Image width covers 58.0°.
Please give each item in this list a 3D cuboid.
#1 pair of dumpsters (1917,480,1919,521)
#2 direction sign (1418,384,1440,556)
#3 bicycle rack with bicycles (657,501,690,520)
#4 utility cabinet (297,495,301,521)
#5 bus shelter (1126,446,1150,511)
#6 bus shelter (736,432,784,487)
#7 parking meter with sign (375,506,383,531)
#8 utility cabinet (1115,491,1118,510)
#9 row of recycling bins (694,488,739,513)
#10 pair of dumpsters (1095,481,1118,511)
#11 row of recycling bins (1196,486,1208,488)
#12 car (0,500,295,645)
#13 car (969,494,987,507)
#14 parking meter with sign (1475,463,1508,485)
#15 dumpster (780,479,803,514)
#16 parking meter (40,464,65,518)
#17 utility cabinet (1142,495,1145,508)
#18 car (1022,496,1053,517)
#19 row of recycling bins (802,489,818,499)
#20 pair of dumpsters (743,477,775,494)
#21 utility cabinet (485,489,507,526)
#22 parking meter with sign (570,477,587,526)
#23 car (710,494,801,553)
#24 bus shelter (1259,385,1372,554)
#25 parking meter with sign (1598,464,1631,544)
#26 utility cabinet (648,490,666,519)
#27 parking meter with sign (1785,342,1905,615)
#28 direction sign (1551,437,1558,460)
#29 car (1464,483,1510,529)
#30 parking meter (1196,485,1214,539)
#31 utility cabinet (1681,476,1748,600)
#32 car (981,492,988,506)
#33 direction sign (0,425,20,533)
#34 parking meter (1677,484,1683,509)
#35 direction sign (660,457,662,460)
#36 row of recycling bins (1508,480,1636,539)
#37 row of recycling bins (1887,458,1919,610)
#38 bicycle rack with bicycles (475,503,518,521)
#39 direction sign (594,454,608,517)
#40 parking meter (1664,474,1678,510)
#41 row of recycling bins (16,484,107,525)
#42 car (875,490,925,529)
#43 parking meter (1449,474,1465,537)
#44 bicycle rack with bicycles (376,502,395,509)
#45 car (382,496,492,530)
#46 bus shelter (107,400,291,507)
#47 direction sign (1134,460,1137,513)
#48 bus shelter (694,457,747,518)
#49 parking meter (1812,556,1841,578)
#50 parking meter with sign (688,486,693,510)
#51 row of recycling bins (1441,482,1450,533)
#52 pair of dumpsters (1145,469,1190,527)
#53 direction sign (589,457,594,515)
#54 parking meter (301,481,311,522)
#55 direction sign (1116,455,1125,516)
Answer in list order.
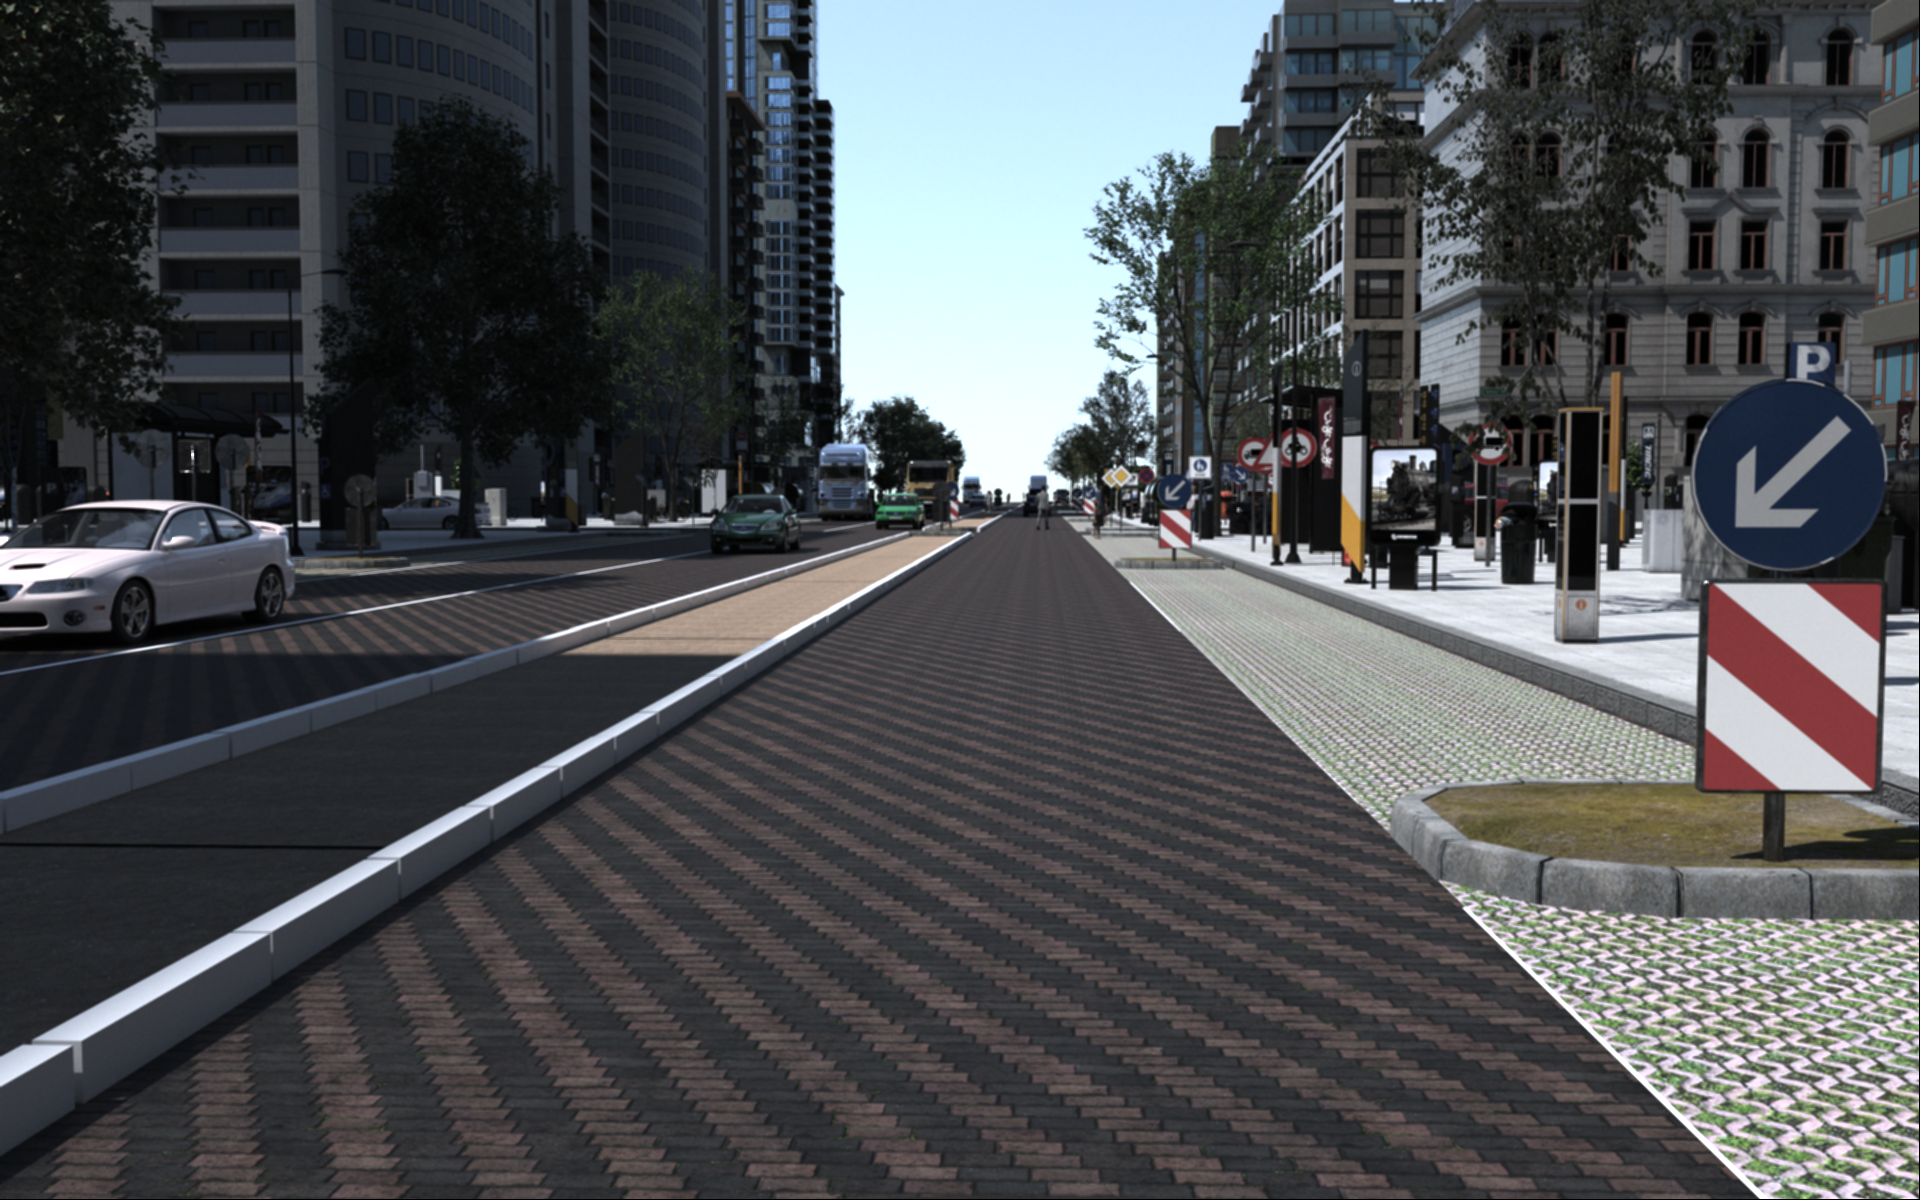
[{"bbox_3d":[7.852,-0.506,10.770,1.574,2.255,4.437,0,4,3],"label":"pair of dumpsters"},{"bbox_3d":[9.737,-2.692,36.012,0.379,3.537,0.876,-1,4,-9],"label":"direction sign"},{"bbox_3d":[-14.731,-4.435,85.902,2.925,0.926,2.852,-3,4,-38],"label":"bicycle rack with bicycles"},{"bbox_3d":[-31.895,-4.405,83.177,0.306,1.237,1.020,-2,4,-31],"label":"utility cabinet"},{"bbox_3d":[13.243,-9.475,132.556,2.179,5.291,8.768,0,4,3],"label":"bus shelter"},{"bbox_3d":[-13.299,-8.393,114.851,2.179,5.291,8.768,0,4,3],"label":"bus shelter"},{"bbox_3d":[-20.874,-3.892,59.892,0.543,3.016,1.738,3,5,42],"label":"parking meter with sign"},{"bbox_3d":[12.789,-8.101,141.127,0.318,1.500,1.173,-1,4,-15],"label":"utility cabinet"},{"bbox_3d":[-16.259,-6.705,116.747,3.534,1.692,1.069,-2,4,-29],"label":"row of recycling bins"},{"bbox_3d":[11.066,-7.842,130.706,1.574,2.255,4.437,0,4,3],"label":"pair of dumpsters"},{"bbox_3d":[11.848,-5.111,90.673,3.534,1.692,1.069,-2,4,-23],"label":"row of recycling bins"},{"bbox_3d":[-8.658,-0.344,17.989,2.083,1.381,4.827,0,4,4],"label":"car"},{"bbox_3d":[1.973,-10.808,188.705,2.014,1.417,4.499,0,4,3],"label":"car"},{"bbox_3d":[21.284,-4.419,68.512,1.738,3.016,0.543,1,4,11],"label":"parking meter with sign"},{"bbox_3d":[-11.111,-6.748,112.827,1.502,2.255,1.985,0,4,3],"label":"dumpster"},{"bbox_3d":[-17.968,-1.750,34.326,0.399,1.863,0.255,-1,4,-23],"label":"parking meter"},{"bbox_3d":[9.221,-4.391,82.955,1.020,1.237,0.306,3,4,39],"label":"utility cabinet"},{"bbox_3d":[4.928,-5.970,110.185,1.945,1.354,3.894,0,4,4],"label":"car"},{"bbox_3d":[-11.459,-7.633,131.910,3.534,1.692,1.069,-2,4,-28],"label":"row of recycling bins"},{"bbox_3d":[-11.363,-5.809,97.468,1.574,2.255,4.437,0,4,3],"label":"pair of dumpsters"},{"bbox_3d":[-18.595,-3.711,69.349,0.318,1.500,1.173,-3,5,-44],"label":"utility cabinet"},{"bbox_3d":[-15.611,-4.463,69.223,0.543,3.016,1.738,2,4,24],"label":"parking meter with sign"},{"bbox_3d":[-5.069,-1.927,43.300,2.131,1.459,4.920,0,4,1],"label":"car"},{"bbox_3d":[8.183,-2.994,40.242,1.731,3.624,6.357,0,4,3],"label":"bus shelter"},{"bbox_3d":[16.277,-2.945,44.404,1.738,3.016,0.543,0,4,-4],"label":"parking meter with sign"},{"bbox_3d":[-15.673,-4.887,88.589,1.173,1.500,0.318,-1,4,-17],"label":"utility cabinet"},{"bbox_3d":[9.810,-1.400,19.148,0.543,3.016,1.738,0,4,-3],"label":"parking meter with sign"},{"bbox_3d":[23.655,-4.672,68.386,0.379,3.537,0.876,-2,4,-24],"label":"direction sign"},{"bbox_3d":[19.251,-3.251,61.832,5.304,1.827,2.281,0,4,3],"label":"car"},{"bbox_3d":[7.018,-2.490,49.120,0.372,1.533,0.369,0,3,0],"label":"parking meter"},{"bbox_3d":[8.935,-0.722,20.483,0.318,1.500,1.173,0,4,1],"label":"utility cabinet"},{"bbox_3d":[2.486,-11.762,202.532,2.015,1.641,3.980,0,4,2],"label":"car"},{"bbox_3d":[-31.440,-3.977,57.027,0.876,3.537,0.379,-1,4,-20],"label":"direction sign"},{"bbox_3d":[18.328,-2.166,43.822,0.372,1.533,0.369,0,3,0],"label":"parking meter"},{"bbox_3d":[-18.118,-6.906,104.911,0.379,3.537,0.876,0,4,-1],"label":"direction sign"},{"bbox_3d":[17.536,-2.608,49.748,3.534,1.692,1.069,0,4,2],"label":"row of recycling bins"},{"bbox_3d":[11.182,-0.809,20.332,1.069,1.692,3.534,1,4,10],"label":"row of recycling bins"},{"bbox_3d":[-22.490,-4.216,82.314,2.925,0.926,2.852,-2,4,-25],"label":"bicycle rack with bicycles"},{"bbox_3d":[-20.317,-6.529,98.750,0.379,3.537,0.876,-3,5,-41],"label":"direction sign"},{"bbox_3d":[20.890,-2.766,50.934,0.399,1.863,0.255,-3,5,-45],"label":"parking meter"},{"bbox_3d":[-37.362,-3.961,71.869,3.534,1.692,1.069,-1,4,-22],"label":"row of recycling bins"},{"bbox_3d":[-2.443,-3.839,71.557,1.959,1.807,4.718,0,4,3],"label":"car"},{"bbox_3d":[14.744,-2.793,51.375,0.399,1.863,0.255,3,5,43],"label":"parking meter"},{"bbox_3d":[-27.634,-4.088,80.221,2.925,0.926,2.852,0,4,-1],"label":"bicycle rack with bicycles"},{"bbox_3d":[-20.020,-3.214,64.904,4.827,1.381,2.083,0,4,4],"label":"car"},{"bbox_3d":[-17.683,-2.829,40.185,2.014,3.302,5.546,0,4,3],"label":"bus shelter"},{"bbox_3d":[11.773,-7.600,116.259,0.379,3.537,0.876,1,4,12],"label":"direction sign"},{"bbox_3d":[-13.307,-6.279,96.592,2.014,3.302,5.546,0,4,3],"label":"bus shelter"},{"bbox_3d":[7.580,-0.422,15.305,0.372,1.533,0.369,0,3,0],"label":"parking meter"},{"bbox_3d":[-21.892,-8.924,142.169,0.543,3.016,1.738,0,4,7],"label":"parking meter with sign"},{"bbox_3d":[15.054,-3.115,58.050,3.534,1.692,1.069,1,4,22],"label":"row of recycling bins"},{"bbox_3d":[8.202,-4.025,68.308,1.574,2.255,4.437,0,4,3],"label":"pair of dumpsters"},{"bbox_3d":[-22.701,-7.063,107.481,0.379,3.537,0.876,2,4,28],"label":"direction sign"},{"bbox_3d":[-29.692,-4.462,78.667,0.399,1.863,0.255,2,4,30],"label":"parking meter"},{"bbox_3d":[9.365,-6.676,101.146,0.379,3.537,0.876,-2,4,-26],"label":"direction sign"}]
